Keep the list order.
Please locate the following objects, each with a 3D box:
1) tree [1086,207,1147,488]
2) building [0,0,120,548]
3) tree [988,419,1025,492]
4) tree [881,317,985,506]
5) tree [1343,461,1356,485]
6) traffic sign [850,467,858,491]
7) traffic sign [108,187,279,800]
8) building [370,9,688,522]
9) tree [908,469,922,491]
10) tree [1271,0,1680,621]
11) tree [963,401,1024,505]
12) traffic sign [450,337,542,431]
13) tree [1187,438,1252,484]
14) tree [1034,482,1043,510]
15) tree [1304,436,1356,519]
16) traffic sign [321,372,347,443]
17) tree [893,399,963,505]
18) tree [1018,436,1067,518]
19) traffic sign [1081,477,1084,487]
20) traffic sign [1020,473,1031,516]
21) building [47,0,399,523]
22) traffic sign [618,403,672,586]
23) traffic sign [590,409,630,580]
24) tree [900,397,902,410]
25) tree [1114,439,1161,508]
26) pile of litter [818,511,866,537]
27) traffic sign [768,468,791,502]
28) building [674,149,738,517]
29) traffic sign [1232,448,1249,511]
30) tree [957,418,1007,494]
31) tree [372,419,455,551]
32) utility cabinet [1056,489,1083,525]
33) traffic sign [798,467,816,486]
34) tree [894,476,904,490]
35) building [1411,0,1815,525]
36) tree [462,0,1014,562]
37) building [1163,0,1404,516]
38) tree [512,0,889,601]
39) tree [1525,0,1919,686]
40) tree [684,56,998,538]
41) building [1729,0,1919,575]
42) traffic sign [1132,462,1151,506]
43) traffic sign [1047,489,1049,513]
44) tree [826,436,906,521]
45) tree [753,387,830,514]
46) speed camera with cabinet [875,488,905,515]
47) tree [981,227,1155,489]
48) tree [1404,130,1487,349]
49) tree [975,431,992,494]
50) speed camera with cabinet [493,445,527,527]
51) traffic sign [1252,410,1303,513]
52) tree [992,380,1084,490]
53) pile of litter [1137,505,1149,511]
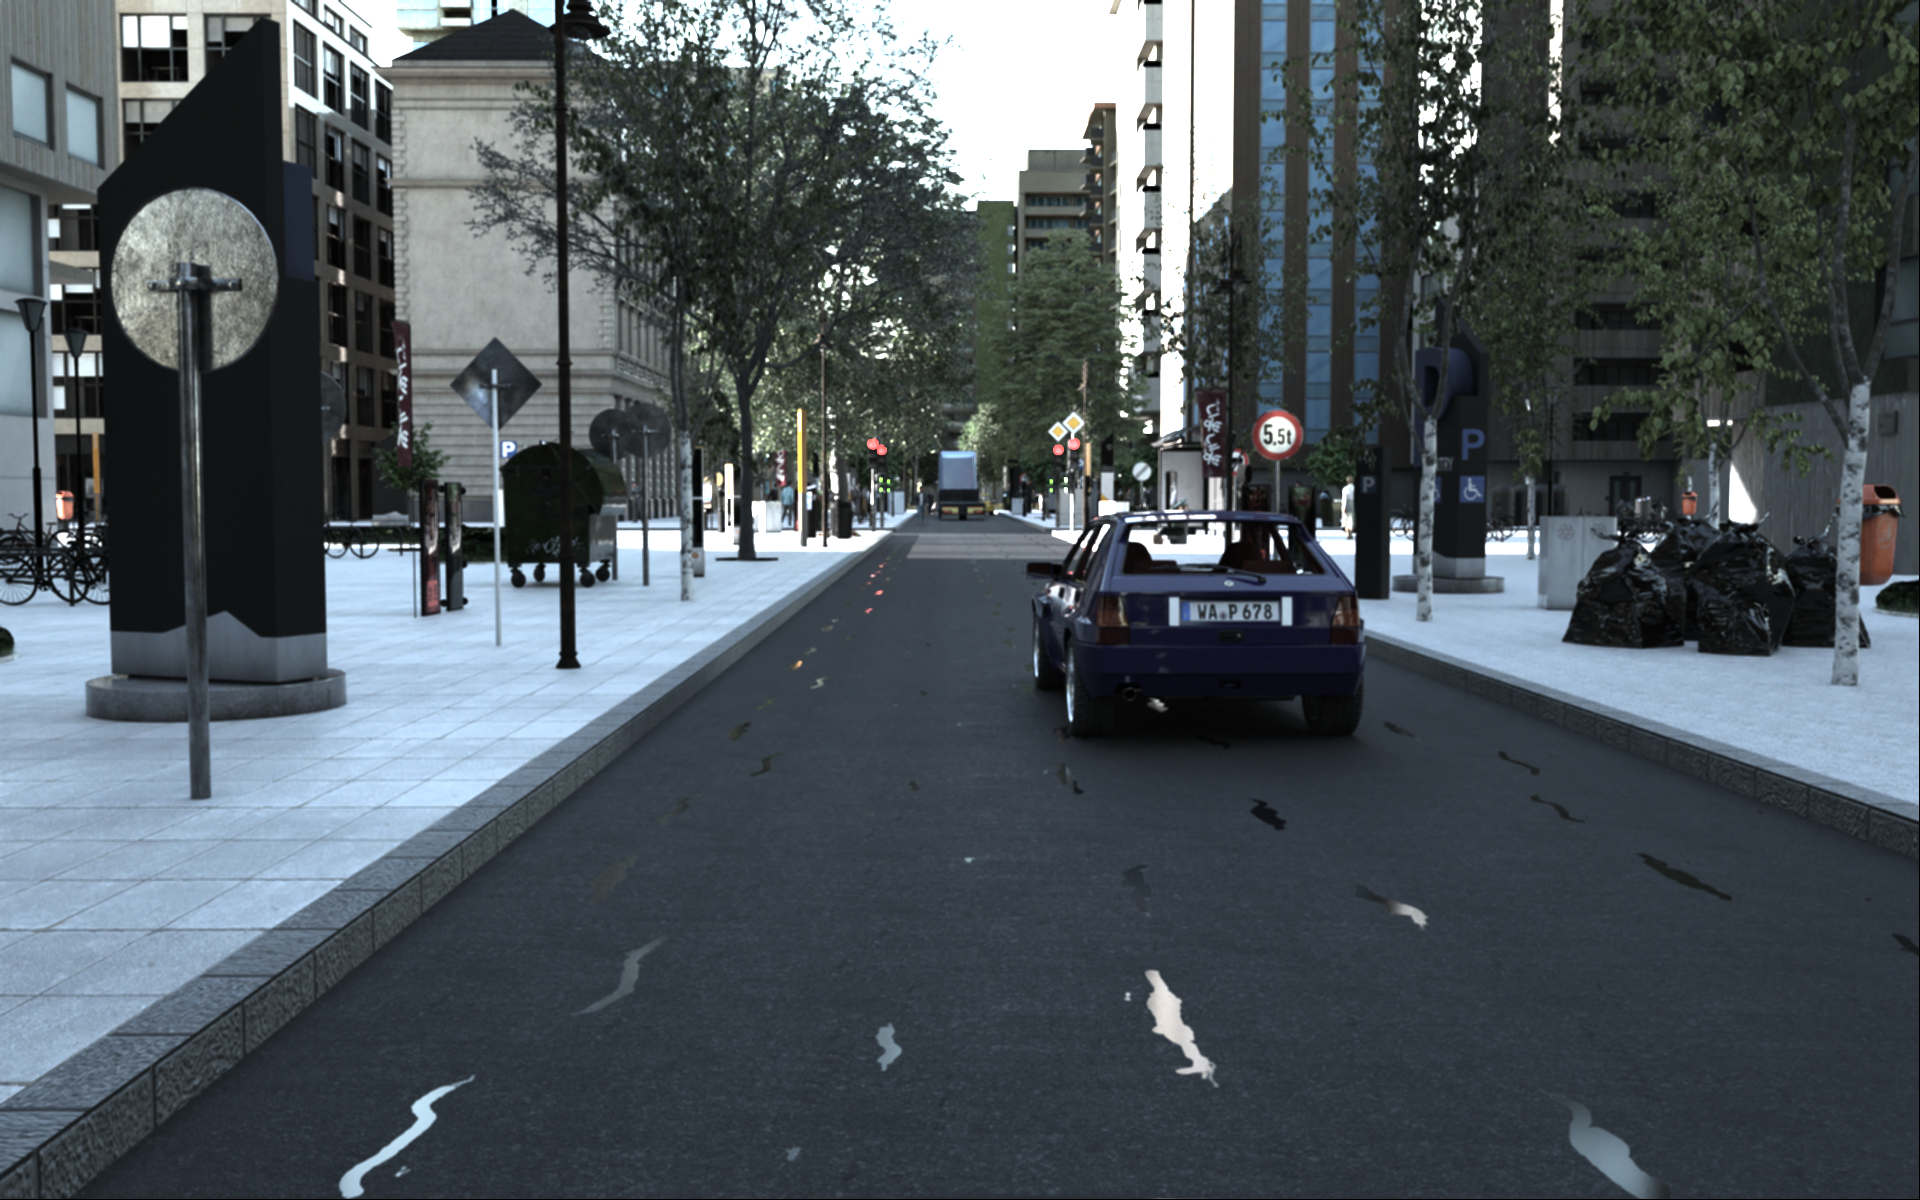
[{"bbox_3d":[5.296,-5.146,34.500,4.360,8.622,3.978,0,3,0],"label":"tree"},{"bbox_3d":[-34.169,-26.929,29.529,27.495,52.752,28.713,0,4,-1],"label":"building"},{"bbox_3d":[4.418,-12.861,160.635,4.737,8.622,4.395,0,3,0],"label":"tree"},{"bbox_3d":[-3.701,-19.873,180.817,12.611,20.169,13.585,0,3,0],"label":"tree"},{"bbox_3d":[19.357,-5.376,82.503,1.663,3.219,1.824,0,3,0],"label":"tree"},{"bbox_3d":[-5.168,-4.977,81.479,0.768,2.556,0.104,0,4,7],"label":"traffic sign"},{"bbox_3d":[-3.205,-0.436,7.232,0.768,2.556,0.104,1,4,9],"label":"traffic sign"},{"bbox_3d":[-20.528,-15.771,86.734,11.050,23.489,19.941,0,4,-1],"label":"building"},{"bbox_3d":[-5.444,-15.842,209.378,4.737,8.622,4.395,0,3,0],"label":"tree"},{"bbox_3d":[4.873,-4.103,17.444,4.360,8.622,3.978,0,3,0],"label":"tree"},{"bbox_3d":[4.013,-17.775,207.629,9.611,12.733,9.660,0,3,0],"label":"tree"},{"bbox_3d":[-3.924,-0.911,14.630,0.795,2.593,0.064,0,4,6],"label":"traffic sign"},{"bbox_3d":[12.109,-5.994,81.719,4.285,4.588,4.351,0,3,0],"label":"tree"},{"bbox_3d":[6.731,-8.847,139.255,1.663,3.219,1.824,0,3,0],"label":"tree"},{"bbox_3d":[19.478,-6.472,89.536,4.285,4.588,4.351,0,3,0],"label":"tree"},{"bbox_3d":[-6.662,-1.079,17.747,0.768,2.556,0.104,0,4,2],"label":"traffic sign"},{"bbox_3d":[-5.312,-17.057,195.889,9.611,12.733,9.660,0,3,0],"label":"tree"},{"bbox_3d":[4.721,-6.668,92.738,4.285,4.588,4.351,0,3,0],"label":"tree"},{"bbox_3d":[7.285,-6.063,101.266,0.606,2.300,0.079,1,4,8],"label":"traffic sign"},{"bbox_3d":[3.839,-6.145,100.582,0.768,2.556,0.104,0,4,3],"label":"traffic sign"},{"bbox_3d":[-46.786,-17.240,86.392,34.151,26.468,19.350,0,4,-1],"label":"building"},{"bbox_3d":[-4.399,-1.473,24.186,0.768,2.556,0.104,0,4,2],"label":"traffic sign"},{"bbox_3d":[-5.164,-1.574,25.835,0.768,2.556,0.104,0,4,7],"label":"traffic sign"},{"bbox_3d":[-4.709,-7.818,78.189,4.360,8.622,3.978,0,3,0],"label":"tree"},{"bbox_3d":[10.628,-7.259,102.395,4.285,4.588,4.351,0,3,0],"label":"tree"},{"bbox_3d":[-3.595,-2.353,52.434,1.176,0.858,1.719,-2,4,-35],"label":"pile of litter"},{"bbox_3d":[-6.957,-4.083,66.759,0.884,2.594,0.081,0,4,5],"label":"traffic sign"},{"bbox_3d":[-23.281,-17.032,111.750,16.112,22.955,30.059,0,4,-1],"label":"building"},{"bbox_3d":[7.516,-2.895,47.440,0.768,2.556,0.104,0,4,5],"label":"traffic sign"},{"bbox_3d":[3.191,-17.902,218.458,9.928,11.665,9.643,0,3,0],"label":"tree"},{"bbox_3d":[-12.560,-2.733,39.294,1.663,3.219,1.824,0,3,0],"label":"tree"},{"bbox_3d":[4.422,-3.751,70.004,1.173,1.500,0.318,-2,4,-33],"label":"utility cabinet"},{"bbox_3d":[-7.183,-4.973,81.314,0.884,2.594,0.081,0,4,1],"label":"traffic sign"},{"bbox_3d":[-5.090,-8.225,129.078,1.663,3.219,1.824,0,3,0],"label":"tree"},{"bbox_3d":[30.956,-19.153,84.857,14.107,30.474,14.160,0,4,-1],"label":"building"},{"bbox_3d":[-4.076,-7.495,32.920,12.009,13.543,11.850,0,3,0],"label":"tree"},{"bbox_3d":[22.342,-29.005,124.344,14.600,45.320,14.200,0,4,-1],"label":"building"},{"bbox_3d":[-3.040,-4.296,20.604,4.360,8.622,3.978,0,3,0],"label":"tree"},{"bbox_3d":[5.979,-3.748,11.638,4.737,8.622,4.395,0,3,0],"label":"tree"},{"bbox_3d":[-3.586,-8.775,50.128,9.857,13.997,8.962,0,3,0],"label":"tree"},{"bbox_3d":[21.848,-16.004,33.368,14.160,30.474,14.107,0,4,-1],"label":"building"},{"bbox_3d":[7.194,-4.192,68.649,0.768,2.556,0.104,0,4,0],"label":"traffic sign"},{"bbox_3d":[5.093,-6.110,99.999,0.768,2.556,0.104,0,4,4],"label":"traffic sign"},{"bbox_3d":[-4.472,-6.468,89.459,4.285,4.588,4.351,0,3,0],"label":"tree"},{"bbox_3d":[-11.775,-9.905,112.313,4.737,8.622,4.395,0,3,0],"label":"tree"},{"bbox_3d":[-4.530,-6.995,108.709,2.038,3.252,0.660,-1,4,-20],"label":"speed camera with cabinet"},{"bbox_3d":[4.340,-9.568,74.569,7.486,12.596,7.792,0,3,0],"label":"tree"},{"bbox_3d":[10.964,-5.098,33.715,4.737,8.622,4.395,0,3,0],"label":"tree"},{"bbox_3d":[3.089,-14.743,191.407,4.360,8.622,3.978,0,3,0],"label":"tree"},{"bbox_3d":[-17.571,-4.549,68.713,0.660,3.252,2.038,2,4,31],"label":"speed camera with cabinet"},{"bbox_3d":[4.790,-1.597,26.209,0.768,2.556,0.104,0,4,4],"label":"traffic sign"},{"bbox_3d":[4.942,-9.423,104.431,4.360,8.622,3.978,0,3,0],"label":"tree"},{"bbox_3d":[7.010,-3.224,66.680,1.719,0.858,1.176,1,4,14],"label":"pile of litter"}]
